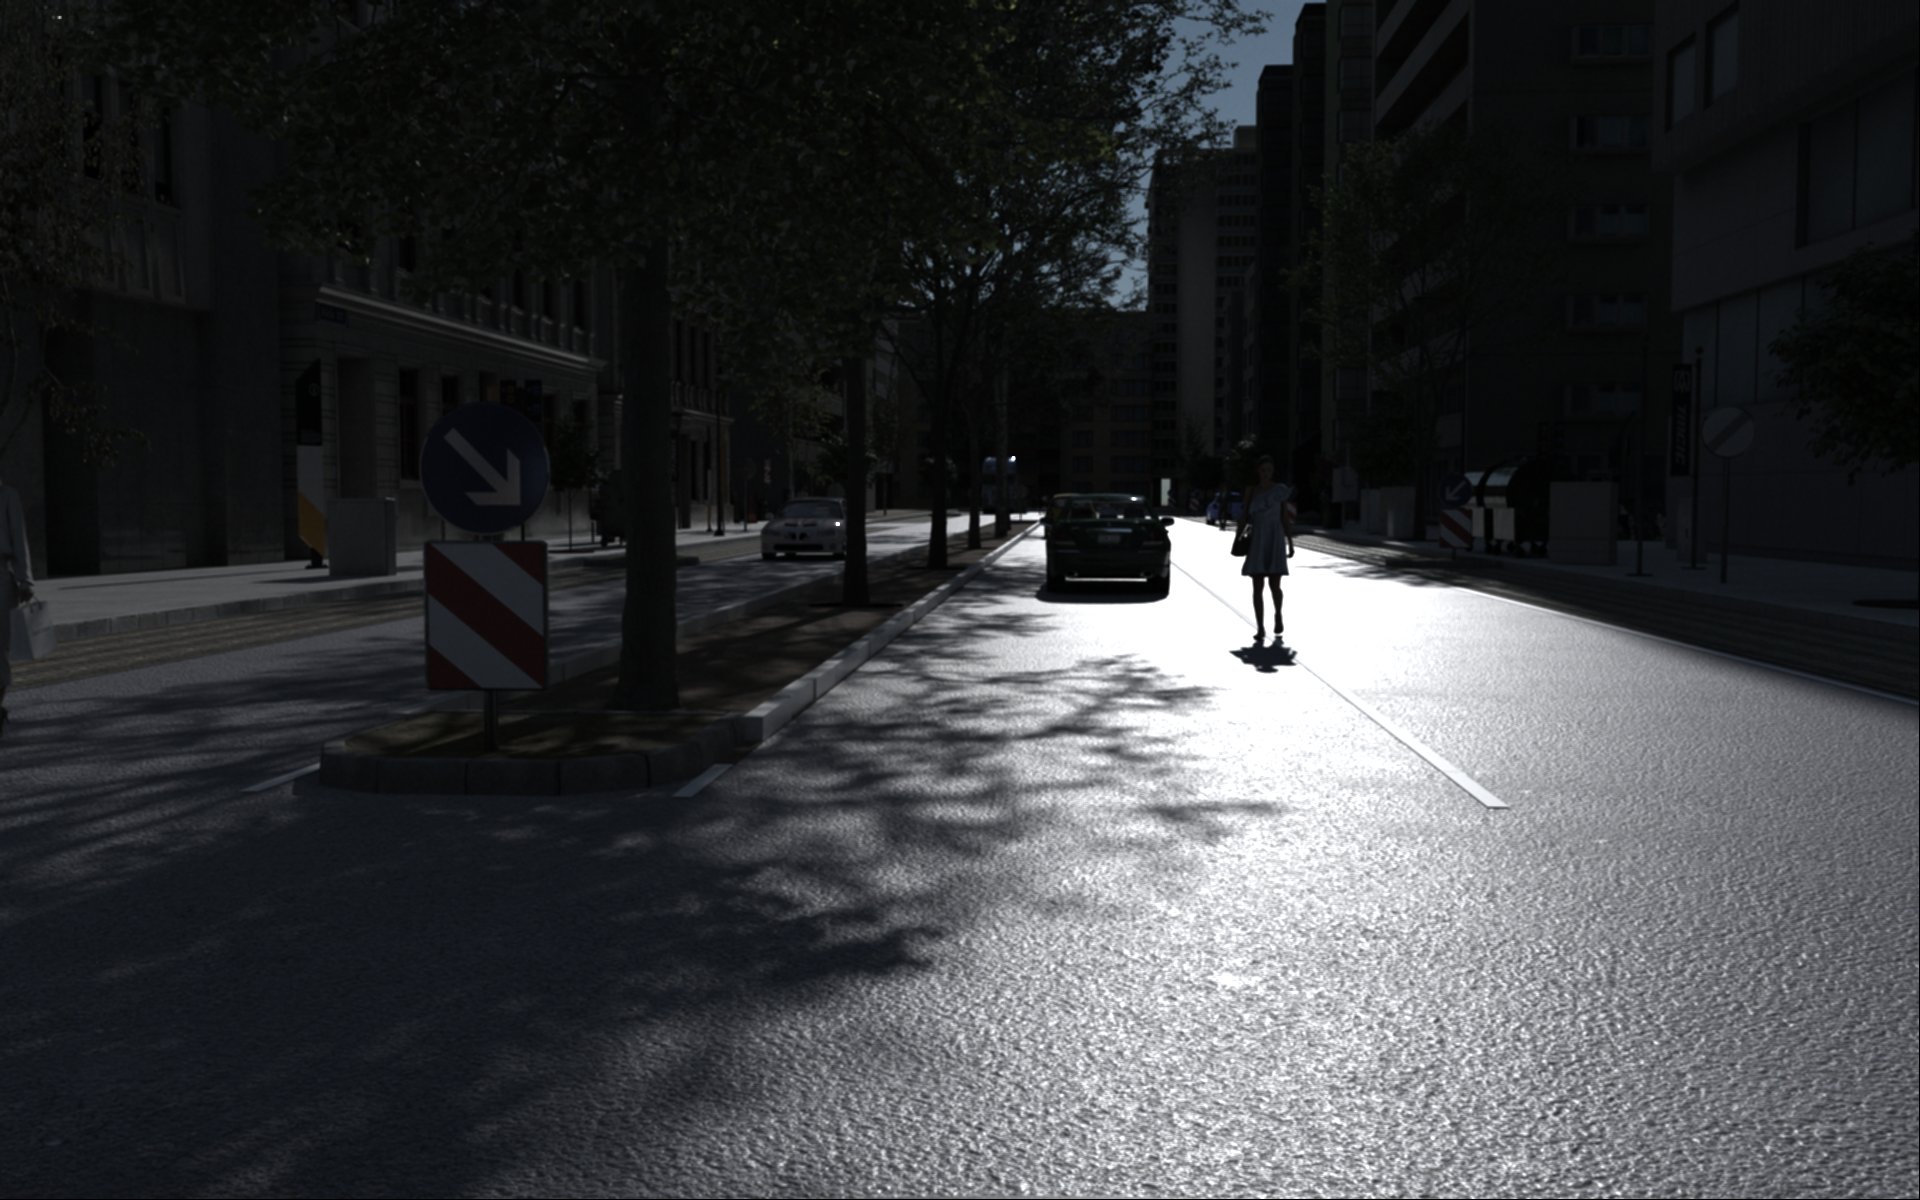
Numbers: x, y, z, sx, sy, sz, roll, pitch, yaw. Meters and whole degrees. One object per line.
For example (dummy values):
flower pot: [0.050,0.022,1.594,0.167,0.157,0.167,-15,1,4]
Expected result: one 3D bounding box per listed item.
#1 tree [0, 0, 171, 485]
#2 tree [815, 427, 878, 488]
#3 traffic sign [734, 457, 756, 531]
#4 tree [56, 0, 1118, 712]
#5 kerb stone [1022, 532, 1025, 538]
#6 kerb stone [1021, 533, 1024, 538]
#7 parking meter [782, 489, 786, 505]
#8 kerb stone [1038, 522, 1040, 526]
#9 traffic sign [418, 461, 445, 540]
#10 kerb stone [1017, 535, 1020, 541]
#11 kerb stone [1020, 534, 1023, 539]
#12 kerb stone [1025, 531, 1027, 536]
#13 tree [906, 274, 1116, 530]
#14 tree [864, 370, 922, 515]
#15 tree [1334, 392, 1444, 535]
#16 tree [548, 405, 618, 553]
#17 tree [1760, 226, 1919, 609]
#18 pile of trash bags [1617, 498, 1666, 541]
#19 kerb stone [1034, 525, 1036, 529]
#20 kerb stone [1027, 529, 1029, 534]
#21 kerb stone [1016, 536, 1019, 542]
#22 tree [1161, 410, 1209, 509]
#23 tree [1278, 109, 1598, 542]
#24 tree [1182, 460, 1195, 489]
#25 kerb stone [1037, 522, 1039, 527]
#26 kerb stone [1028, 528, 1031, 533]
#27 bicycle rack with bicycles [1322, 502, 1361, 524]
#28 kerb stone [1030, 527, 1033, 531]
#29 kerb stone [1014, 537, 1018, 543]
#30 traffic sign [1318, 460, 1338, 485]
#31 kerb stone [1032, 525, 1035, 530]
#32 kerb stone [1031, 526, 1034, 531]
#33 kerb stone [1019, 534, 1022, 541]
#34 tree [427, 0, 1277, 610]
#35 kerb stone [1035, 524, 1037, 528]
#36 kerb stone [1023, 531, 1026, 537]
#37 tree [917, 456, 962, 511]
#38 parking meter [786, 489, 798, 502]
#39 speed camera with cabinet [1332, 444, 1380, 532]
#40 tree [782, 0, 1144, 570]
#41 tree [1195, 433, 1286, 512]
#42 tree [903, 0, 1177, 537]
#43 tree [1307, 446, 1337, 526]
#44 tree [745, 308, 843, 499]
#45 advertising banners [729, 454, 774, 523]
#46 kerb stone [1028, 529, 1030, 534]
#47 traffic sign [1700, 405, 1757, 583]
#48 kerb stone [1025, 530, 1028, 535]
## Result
tree: [-10.468,-4.171,18.553,4.360,8.622,3.978,0,3,0]
tree: [-5.612,-6.176,84.685,4.285,4.588,4.351,0,3,0]
traffic sign: [-7.371,-3.629,59.433,0.768,2.556,0.104,0,4,8]
tree: [-2.151,-5.565,11.576,7.486,12.596,7.792,0,3,0]
kerb stone: [1.902,-1.975,54.489,0.120,0.150,1.000,0,4,4]
kerb stone: [1.824,-1.913,53.469,0.120,0.150,1.000,0,4,4]
parking meter: [-8.210,-4.483,81.701,0.372,1.533,0.369,0,3,0]
kerb stone: [3.187,-3.102,72.917,0.120,0.150,1.000,0,4,4]
traffic sign: [-8.869,-1.815,29.686,0.884,2.594,0.081,1,4,9]
kerb stone: [1.609,-1.718,50.410,0.120,0.150,1.000,0,4,4]
kerb stone: [1.757,-1.850,52.449,0.120,0.150,1.000,0,4,4]
kerb stone: [2.043,-2.101,56.540,0.120,0.150,1.000,0,4,4]
tree: [1.918,-8.015,67.914,8.767,10.594,7.601,0,4,4]
tree: [-4.429,-9.390,103.894,4.737,8.622,4.395,0,3,0]
tree: [13.684,-4.376,55.269,4.285,4.588,4.351,0,3,0]
tree: [-8.558,-2.639,37.752,1.663,3.219,1.824,0,3,0]
tree: [11.037,-2.207,19.796,4.285,4.588,4.351,0,3,0]
pile of trash bags: [18.413,-2.386,48.766,1.912,1.369,3.447,-3,5,-41]
kerb stone: [2.755,-2.727,66.781,0.120,0.150,1.000,0,4,4]
kerb stone: [2.184,-2.227,58.601,0.120,0.150,1.000,0,4,4]
kerb stone: [1.540,-1.663,49.390,0.120,0.150,1.000,0,4,4]
tree: [19.479,-12.083,147.923,4.360,8.622,3.978,0,3,0]
tree: [12.640,-7.395,46.671,9.928,11.665,9.643,0,3,0]
tree: [18.030,-8.746,126.713,4.285,4.588,4.351,0,3,0]
kerb stone: [3.106,-3.040,71.896,0.120,0.150,1.000,0,4,4]
kerb stone: [2.329,-2.352,60.647,0.120,0.150,1.000,0,4,4]
bicycle rack with bicycles: [16.772,-3.833,76.045,2.852,0.926,2.925,0,4,1]
kerb stone: [2.477,-2.476,62.695,0.120,0.150,1.000,0,4,4]
kerb stone: [1.471,-1.601,48.365,0.120,0.150,1.000,0,4,4]
traffic sign: [13.913,-4.002,65.534,0.768,2.556,0.104,0,4,6]
kerb stone: [2.683,-2.664,65.760,0.120,0.150,1.000,0,4,4]
kerb stone: [2.542,-2.539,63.715,0.120,0.150,1.000,0,4,4]
kerb stone: [1.682,-1.786,51.429,0.120,0.150,1.000,0,4,4]
tree: [-1.292,-6.637,21.340,12.009,13.543,11.850,0,3,0]
kerb stone: [2.899,-2.852,68.831,0.120,0.150,1.000,0,4,4]
kerb stone: [1.971,-2.038,55.513,0.120,0.150,1.000,0,4,4]
tree: [-1.467,-10.175,150.082,4.285,4.588,4.351,0,3,0]
parking meter: [-7.569,-4.323,79.098,0.372,1.533,0.369,0,3,0]
speed camera with cabinet: [13.798,-3.971,59.266,2.038,3.252,0.660,-1,4,-15]
tree: [-0.321,-6.373,32.405,9.928,11.665,9.643,0,3,0]
tree: [15.619,-6.642,92.314,4.285,4.588,4.351,0,3,0]
tree: [0.209,-12.182,57.529,12.611,20.169,13.585,0,3,0]
tree: [14.592,-4.605,69.897,1.663,3.219,1.824,0,3,0]
tree: [-6.562,-7.186,67.854,4.360,8.622,3.978,0,3,0]
advertising banners: [-9.198,-4.898,76.266,2.074,3.025,0.090,0,4,2]
kerb stone: [2.252,-2.287,59.627,0.120,0.150,1.000,0,4,4]
traffic sign: [10.989,-1.513,24.851,0.768,2.556,0.104,1,4,10]
kerb stone: [2.114,-2.163,57.572,0.120,0.150,1.000,0,4,4]
